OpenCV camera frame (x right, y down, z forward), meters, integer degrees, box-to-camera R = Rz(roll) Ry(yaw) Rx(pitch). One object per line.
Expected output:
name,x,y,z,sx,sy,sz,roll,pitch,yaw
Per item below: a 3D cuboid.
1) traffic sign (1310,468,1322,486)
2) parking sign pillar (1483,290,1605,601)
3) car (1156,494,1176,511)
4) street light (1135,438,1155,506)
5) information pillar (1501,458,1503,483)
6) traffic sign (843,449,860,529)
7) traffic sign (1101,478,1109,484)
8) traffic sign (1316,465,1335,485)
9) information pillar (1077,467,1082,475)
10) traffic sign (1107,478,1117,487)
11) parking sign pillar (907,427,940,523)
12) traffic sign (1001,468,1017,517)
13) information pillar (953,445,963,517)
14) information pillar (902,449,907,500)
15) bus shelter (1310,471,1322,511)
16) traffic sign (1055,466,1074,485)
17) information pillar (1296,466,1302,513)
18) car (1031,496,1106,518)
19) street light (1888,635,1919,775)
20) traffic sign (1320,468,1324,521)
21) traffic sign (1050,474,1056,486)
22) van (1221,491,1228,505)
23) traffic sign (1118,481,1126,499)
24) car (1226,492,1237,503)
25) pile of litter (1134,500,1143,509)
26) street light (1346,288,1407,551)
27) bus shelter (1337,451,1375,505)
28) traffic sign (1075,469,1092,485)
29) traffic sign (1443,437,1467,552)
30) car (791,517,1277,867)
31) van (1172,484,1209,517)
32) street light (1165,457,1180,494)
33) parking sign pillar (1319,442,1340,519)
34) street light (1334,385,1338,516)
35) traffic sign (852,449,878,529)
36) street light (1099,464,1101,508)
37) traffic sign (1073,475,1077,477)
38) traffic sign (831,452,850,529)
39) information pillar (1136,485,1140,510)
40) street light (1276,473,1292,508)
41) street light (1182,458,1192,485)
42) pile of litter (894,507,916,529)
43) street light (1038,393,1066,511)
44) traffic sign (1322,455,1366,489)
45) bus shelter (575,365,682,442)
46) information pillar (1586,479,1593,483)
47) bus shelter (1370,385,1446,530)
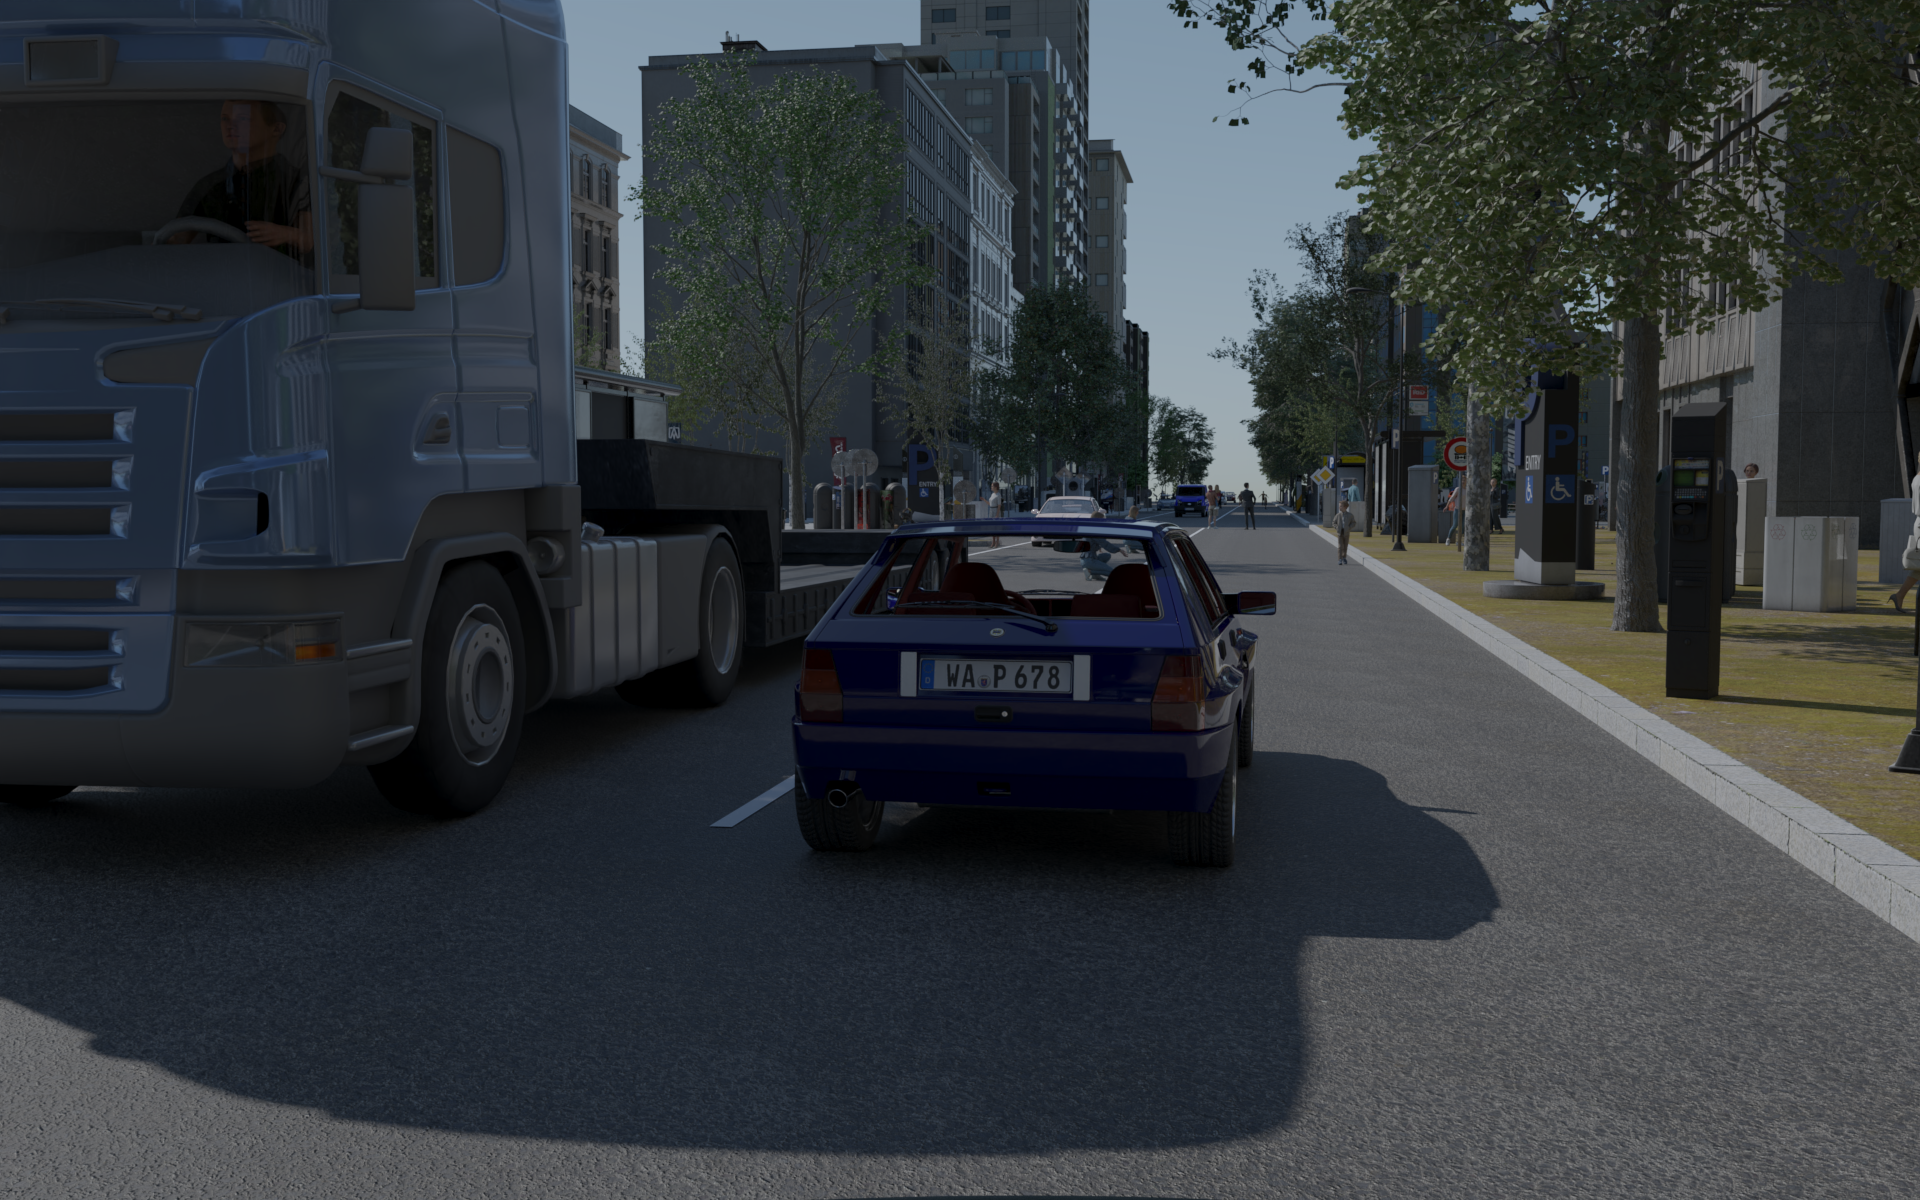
traffic sign,16.218,-4.652,78.250,0.795,2.593,0.064,1,4,10
parking sign pillar,7.269,-2.018,21.460,1.447,3.967,1.447,0,4,4
car,18.058,-8.473,150.532,2.014,1.417,4.499,1,4,9
street light,15.052,-10.423,142.960,1.470,5.913,1.316,1,4,10
information pillar,35.380,-7.448,113.134,0.183,3.616,0.504,1,4,21
traffic sign,-2.946,-2.985,48.910,0.768,2.556,0.104,1,4,19
traffic sign,11.089,-8.052,131.758,0.768,2.556,0.104,1,4,19
traffic sign,14.861,-4.171,70.380,0.795,2.593,0.064,1,4,10
information pillar,8.634,-8.200,125.428,0.183,3.616,0.504,-3,4,-38
traffic sign,11.502,-8.006,131.006,0.768,2.556,0.104,1,4,18
parking sign pillar,-1.422,-4.862,67.969,1.447,3.967,1.447,0,4,-2
traffic sign,2.355,-5.125,83.894,0.768,2.556,0.104,1,4,16
information pillar,-0.105,-5.579,82.571,0.504,3.616,0.183,1,4,20
information pillar,-2.728,-5.934,88.371,0.504,3.616,0.183,0,4,6
bus shelter,24.744,-7.525,116.955,2.014,3.302,5.546,1,4,10
traffic sign,4.325,-4.283,72.211,0.795,2.593,0.064,1,4,10
information pillar,22.721,-7.625,116.020,0.183,3.616,0.504,3,5,44
car,3.093,-2.214,48.555,2.083,1.381,4.827,1,4,9
street light,3.948,-2.165,7.935,1.470,5.913,1.316,1,4,10
traffic sign,17.381,-5.062,82.873,0.768,2.556,0.104,1,4,12
traffic sign,6.186,-6.818,111.586,0.768,2.556,0.104,1,4,15
van,33.980,-13.411,226.286,2.013,2.044,4.112,1,4,11
traffic sign,12.417,-7.977,132.556,0.606,2.300,0.079,1,4,18
car,43.484,-16.559,279.419,2.281,1.827,5.304,1,4,11
pile of litter,14.963,-8.342,150.354,1.719,0.858,1.176,1,4,19
street light,9.388,-4.068,39.056,1.470,5.913,1.316,1,4,10
bus shelter,19.193,-5.537,84.457,2.014,3.302,5.546,1,4,10
traffic sign,5.682,-4.764,80.080,0.795,2.593,0.064,1,4,10
traffic sign,11.114,-2.346,38.458,0.768,2.556,0.104,1,4,14
car,0.487,0.273,8.123,1.945,1.354,3.894,1,4,11
van,14.479,-6.346,108.146,2.240,2.365,5.245,1,4,11
street light,22.944,-13.233,188.894,1.470,5.913,1.316,1,4,10
parking sign pillar,19.119,-6.127,88.652,1.447,3.967,1.447,0,4,4
street light,14.729,-5.983,70.359,1.470,5.913,1.316,1,4,10
traffic sign,-2.673,-2.961,48.514,0.768,2.556,0.104,1,4,12
street light,9.581,-8.505,111.590,1.470,5.913,1.316,1,4,10
traffic sign,7.748,-7.086,115.954,0.768,2.556,0.104,1,4,14
traffic sign,-3.523,-3.172,51.974,0.768,2.556,0.104,1,4,18
information pillar,14.455,-8.311,140.382,0.304,2.012,0.304,0,4,1
street light,31.091,-11.801,165.487,1.470,5.913,1.316,1,4,10
street light,28.350,-15.136,220.021,1.470,5.913,1.316,1,4,10
pile of litter,-1.980,-2.543,55.539,1.176,0.858,1.719,2,4,34
street light,4.201,-6.582,80.157,1.470,5.913,1.316,1,4,10
traffic sign,20.144,-5.930,90.830,2.265,3.308,0.079,1,4,15
bus shelter,-7.107,-3.128,28.783,2.179,5.291,8.768,1,4,10
information pillar,31.082,-4.965,85.672,0.304,2.012,0.304,1,4,11
bus shelter,15.678,-5.115,61.262,2.179,5.291,8.768,1,4,10
